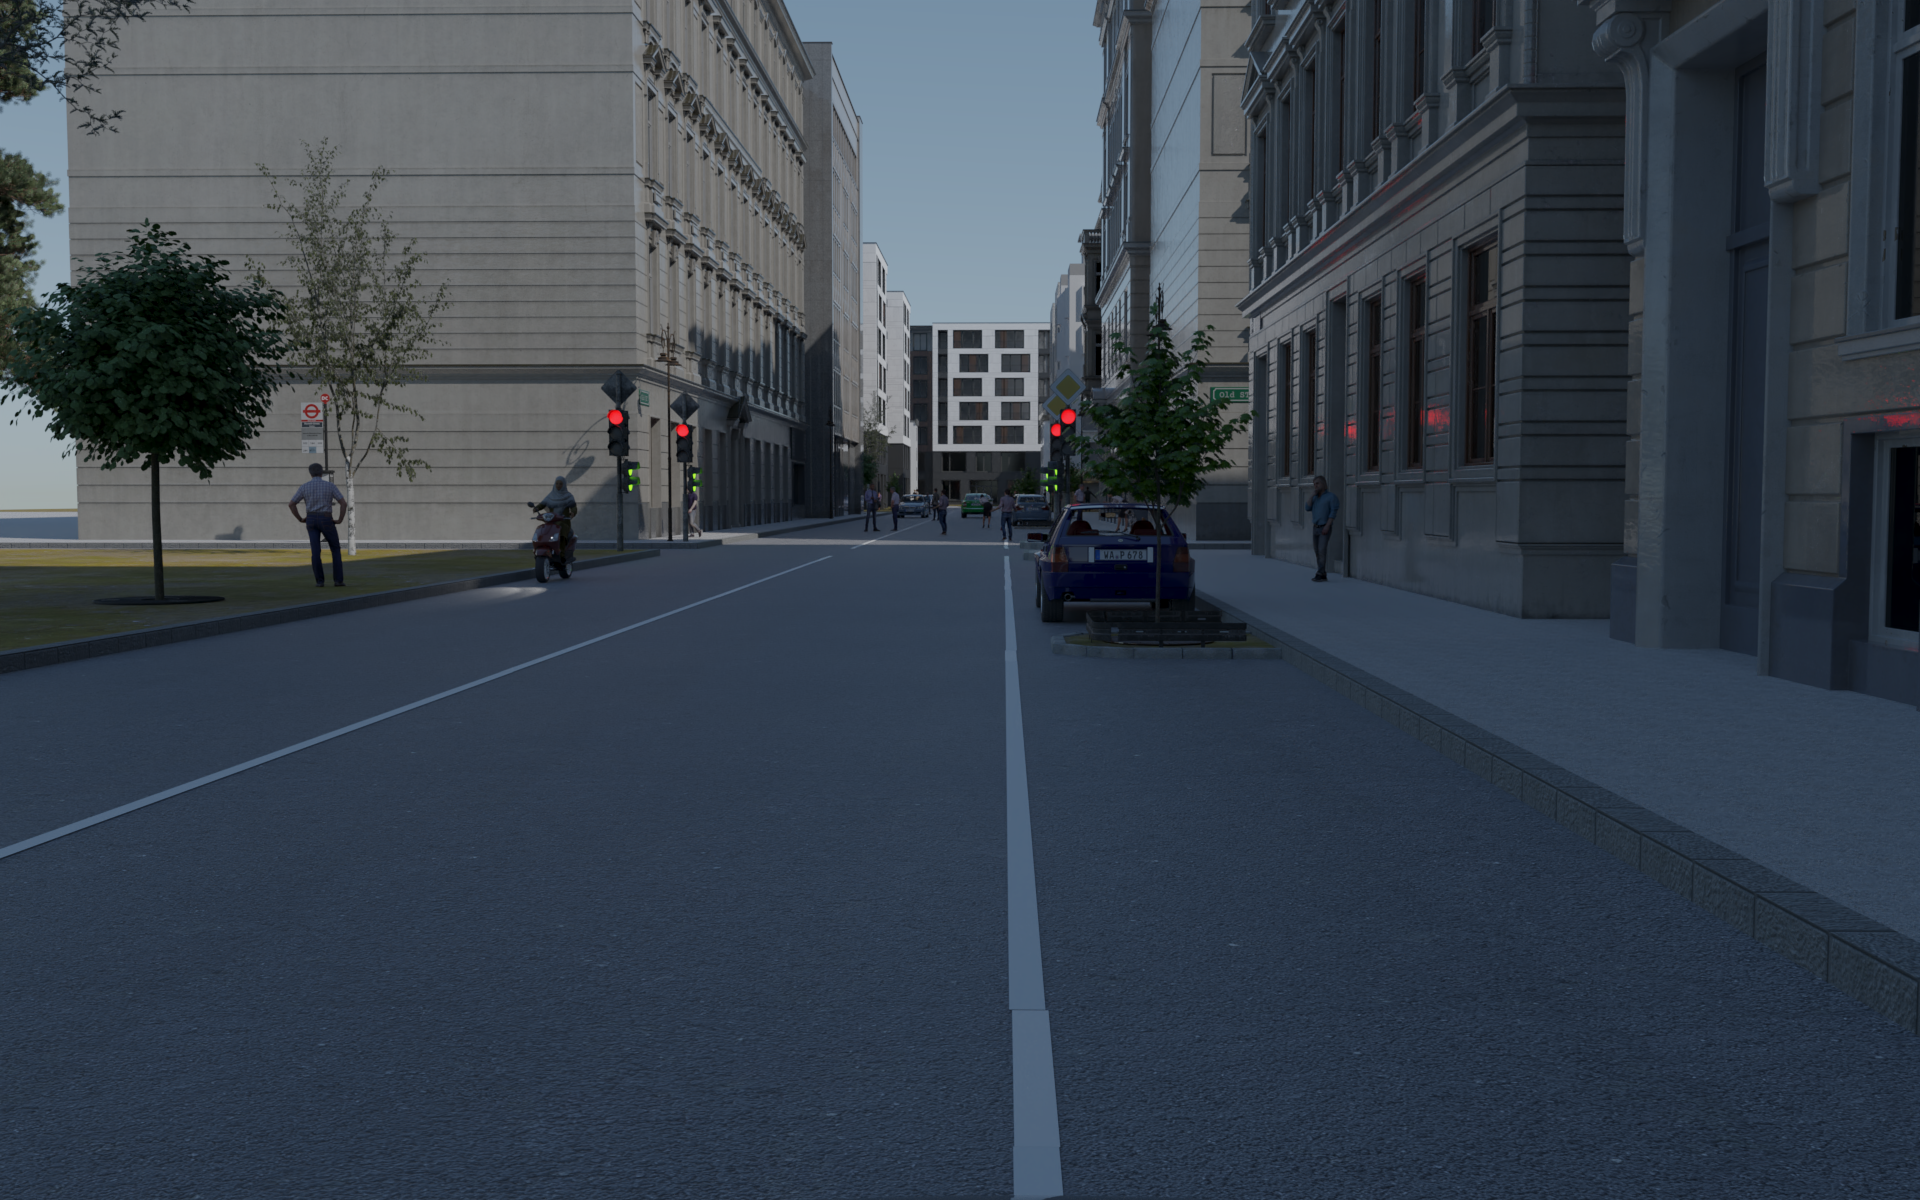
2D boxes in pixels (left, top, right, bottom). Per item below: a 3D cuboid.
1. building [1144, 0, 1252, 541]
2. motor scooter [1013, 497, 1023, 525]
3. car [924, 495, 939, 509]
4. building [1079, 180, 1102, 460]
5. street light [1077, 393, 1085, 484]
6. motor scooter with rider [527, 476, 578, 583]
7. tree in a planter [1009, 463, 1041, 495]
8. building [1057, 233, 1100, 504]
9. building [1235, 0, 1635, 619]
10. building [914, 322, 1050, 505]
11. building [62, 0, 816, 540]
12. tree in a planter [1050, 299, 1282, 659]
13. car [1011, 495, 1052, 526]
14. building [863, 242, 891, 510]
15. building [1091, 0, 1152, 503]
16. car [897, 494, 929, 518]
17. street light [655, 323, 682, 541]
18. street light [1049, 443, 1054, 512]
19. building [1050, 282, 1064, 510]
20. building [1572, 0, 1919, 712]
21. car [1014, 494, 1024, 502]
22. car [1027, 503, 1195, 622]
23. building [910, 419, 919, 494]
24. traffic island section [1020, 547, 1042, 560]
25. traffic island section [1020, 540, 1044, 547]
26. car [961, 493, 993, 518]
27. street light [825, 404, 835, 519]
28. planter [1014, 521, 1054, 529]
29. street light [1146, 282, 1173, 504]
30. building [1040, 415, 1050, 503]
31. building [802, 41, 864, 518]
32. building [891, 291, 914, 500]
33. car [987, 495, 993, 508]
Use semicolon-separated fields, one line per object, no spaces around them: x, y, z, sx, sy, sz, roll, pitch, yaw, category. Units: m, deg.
28.102;-16.976;53.969;44.131;29.872;17.030;0;4;1;building
2.894;-4.246;82.191;0.815;1.314;1.986;0;4;2;motor scooter
-2.473;-8.243;147.139;2.083;1.381;4.827;0;4;1;car
14.424;-17.391;103.434;14.460;24.649;34.723;0;4;1;building
5.477;-6.431;77.930;0.468;5.910;1.993;0;4;1;street light
-6.751;-1.211;28.768;0.876;1.779;1.986;0;4;2;motor scooter with rider
3.913;-6.190;98.433;1.991;3.239;1.994;0;4;1;tree in a planter
15.407;-16.818;131.399;16.016;20.091;11.380;0;4;1;building
10.963;-11.653;26.690;11.583;22.565;21.152;0;4;1;building
-5.102;-23.015;220.272;32.646;21.610;27.936;0;4;1;building
-16.265;-17.881;68.771;17.030;29.872;44.131;0;4;1;building
1.840;-1.146;15.957;1.991;3.239;1.994;0;4;1;tree in a planter
3.180;-4.033;77.946;2.014;1.417;4.499;0;4;0;car
-20.774;-18.039;138.914;27.936;21.610;32.646;0;4;1;building
12.943;-17.741;75.970;13.634;28.700;20.117;0;4;1;building
-2.851;-5.679;104.858;2.014;1.417;4.499;0;4;3;car
-7.874;-4.533;46.896;0.468;5.910;1.993;0;4;1;street light
6.460;-9.034;120.501;0.468;5.910;1.993;0;4;1;street light
16.726;-17.514;152.812;16.747;18.905;31.486;0;4;1;building
11.756;-13.382;4.692;13.634;28.700;20.117;0;4;1;building
4.133;-6.276;112.831;2.015;1.641;3.980;0;4;2;car
1.784;-0.496;20.687;1.945;1.354;3.894;0;4;1;car
-18.842;-15.382;193.647;28.070;9.664;9.099;0;4;1;building
2.409;-0.994;38.537;2.009;0.180;2.903;0;4;1;traffic island section
2.610;-1.482;46.519;2.009;0.180;2.903;0;4;1;traffic island section
1.004;-5.867;104.722;1.959;1.807;4.718;0;4;2;car
-6.679;-7.137;89.472;0.468;5.910;1.993;0;4;1;street light
3.235;-3.085;71.587;1.991;0.319;1.994;0;4;1;planter
4.357;-3.989;38.010;0.468;5.910;1.993;0;4;1;street light
13.284;-14.762;183.507;9.099;9.664;28.070;0;4;1;building
-12.450;-17.307;100.995;12.078;24.808;19.932;0;4;1;building
-19.689;-20.082;172.322;27.936;21.610;32.646;0;4;1;building
2.109;-9.190;162.611;2.083;1.381;4.827;0;4;0;car
